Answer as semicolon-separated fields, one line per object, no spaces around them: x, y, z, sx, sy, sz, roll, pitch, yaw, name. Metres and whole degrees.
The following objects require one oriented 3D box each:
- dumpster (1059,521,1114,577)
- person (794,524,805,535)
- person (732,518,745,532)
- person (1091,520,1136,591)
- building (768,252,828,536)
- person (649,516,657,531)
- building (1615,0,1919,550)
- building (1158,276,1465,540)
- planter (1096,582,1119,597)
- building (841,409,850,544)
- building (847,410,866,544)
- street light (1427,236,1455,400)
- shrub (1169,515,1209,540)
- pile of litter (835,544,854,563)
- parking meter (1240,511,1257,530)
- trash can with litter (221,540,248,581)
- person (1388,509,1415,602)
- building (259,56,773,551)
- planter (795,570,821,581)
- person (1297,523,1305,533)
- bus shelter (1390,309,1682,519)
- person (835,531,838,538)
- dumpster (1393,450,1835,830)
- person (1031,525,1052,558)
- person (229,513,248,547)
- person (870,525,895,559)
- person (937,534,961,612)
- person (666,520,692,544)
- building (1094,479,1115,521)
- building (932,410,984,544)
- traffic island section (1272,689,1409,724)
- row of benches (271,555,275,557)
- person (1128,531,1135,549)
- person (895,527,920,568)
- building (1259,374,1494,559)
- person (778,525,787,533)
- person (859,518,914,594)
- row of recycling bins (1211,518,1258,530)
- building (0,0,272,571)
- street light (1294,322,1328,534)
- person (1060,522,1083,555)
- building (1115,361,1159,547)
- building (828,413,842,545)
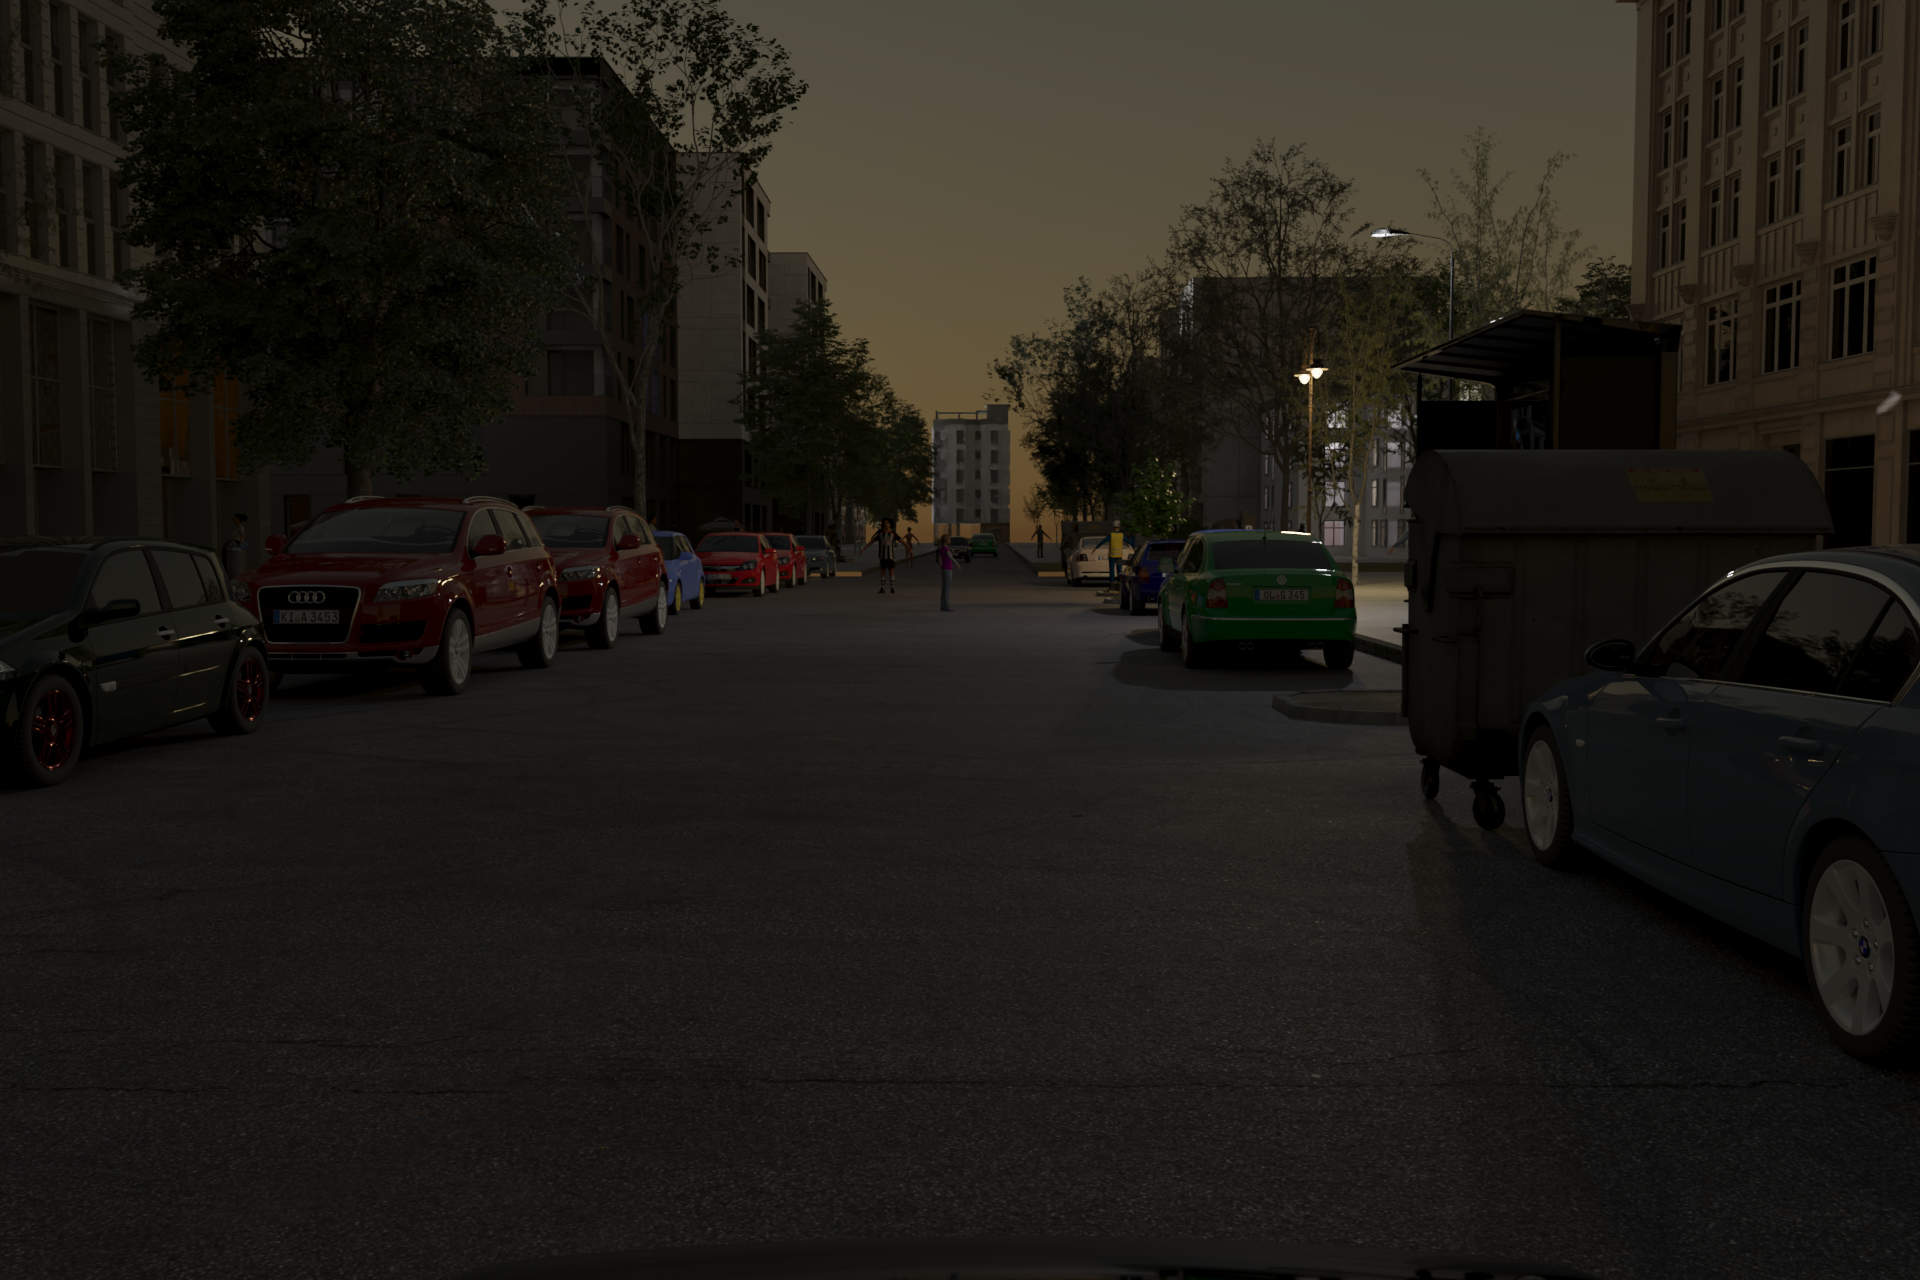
4.236;-3.000;57.264;1.865;1.857;1.264;0;4;1;dumpster
-8.456;-5.314;92.812;1.347;1.837;0.705;-1;4;-9;person
-7.548;-3.212;58.692;1.345;1.807;0.704;3;5;44;person
3.876;-2.107;43.374;1.216;1.772;0.721;-1;4;-13;person
-25.040;-17.129;124.027;27.936;21.610;32.646;0;4;1;building
-8.750;-2.651;49.505;0.704;1.810;1.344;1;4;9;person
28.279;-14.552;49.954;10.469;25.551;25.511;0;4;1;building
24.524;-15.976;127.668;16.747;18.905;31.486;0;4;1;building
4.191;-1.172;40.303;1.991;0.319;1.994;0;4;0;planter
-23.684;-23.223;210.628;19.493;23.208;18.063;0;4;0;building
-22.636;-24.453;230.735;19.493;23.208;18.063;0;4;2;building
8.017;-3.295;26.418;1.470;5.913;1.316;0;4;1;street light
8.915;-3.873;67.368;1.661;2.075;1.752;0;3;0;shrub
-5.378;-3.948;78.518;1.176;0.858;1.719;0;4;1;pile of litter
7.327;-2.342;44.009;0.399;1.863;0.255;0;4;1;parking meter
-9.176;-0.704;22.571;1.678;1.210;2.233;0;4;2;trash can with litter
8.587;-1.632;32.518;1.345;1.849;0.704;-2;4;-33;person
-25.672;-15.101;90.877;27.936;21.610;32.646;0;4;0;building
-5.340;-1.993;53.719;1.991;0.319;1.994;0;4;1;planter
17.925;-5.193;90.688;0.705;1.856;1.354;3;5;39;person
6.795;-1.829;21.191;1.731;3.624;6.357;0;4;1;bus shelter
-6.830;-5.252;91.840;0.705;1.833;1.349;2;4;30;person
3.254;-0.038;8.838;1.865;1.857;1.264;0;4;0;dumpster
4.383;-5.377;94.188;1.348;1.796;0.705;-2;4;-31;person
-16.042;-1.928;38.290;0.721;1.739;1.217;-2;4;-33;person
-4.064;-5.144;90.326;1.346;1.802;0.704;1;4;15;person
-0.201;-1.244;32.071;0.599;1.433;0.991;-1;4;-22;person
-10.904;-3.659;65.955;1.346;1.812;0.704;0;4;6;person
26.277;-23.275;211.476;19.493;23.208;18.063;0;4;1;building
-3.777;-24.358;257.126;11.380;20.090;16.016;1;4;11;building
3.593;0.539;14.056;1.991;0.108;1.994;0;4;1;traffic island section
-27.216;-3.008;64.650;4.104;0.672;1.422;0;4;-8;row of benches
8.592;-4.951;87.067;0.704;1.817;1.347;1;4;12;person
-2.190;-3.903;73.072;1.217;1.733;0.721;-2;4;-35;person
23.637;-9.543;98.174;9.099;9.664;28.070;0;4;1;building
-8.975;-4.908;86.963;1.216;1.740;0.721;1;4;16;person
-1.763;-2.033;41.836;1.345;1.843;0.704;1;4;10;person
7.229;-2.380;46.032;1.069;1.692;3.534;0;4;1;row of recycling bins
-29.136;-16.260;43.345;11.434;29.767;29.804;0;4;2;building
7.669;-3.986;37.963;0.468;5.910;1.993;0;4;1;street light
3.670;-2.848;55.144;1.348;1.813;0.705;-3;4;-36;person
25.673;-19.289;181.839;16.747;18.905;31.486;0;4;1;building
-22.069;-19.338;182.638;16.747;18.905;31.486;0;4;1;building
